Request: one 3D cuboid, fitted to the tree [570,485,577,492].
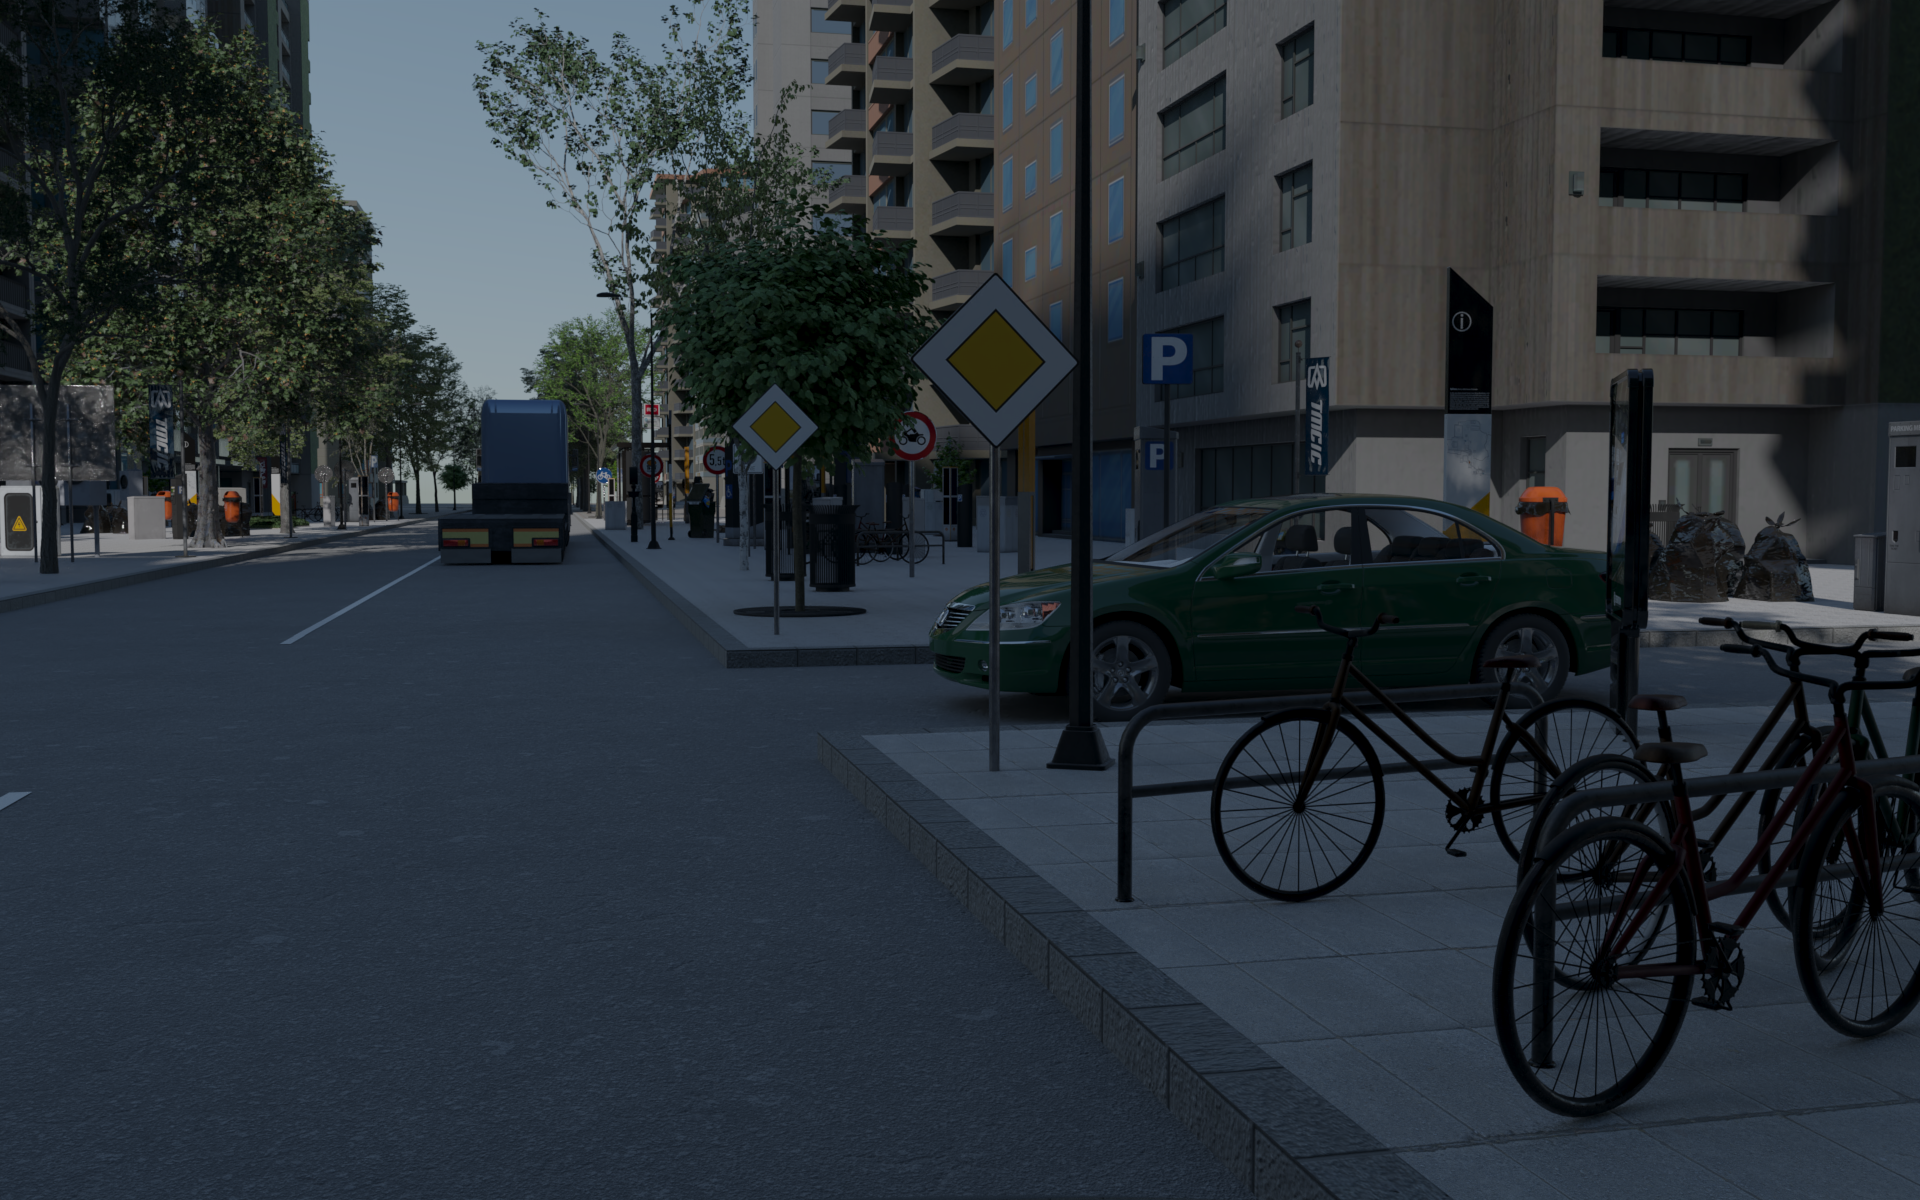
[{"bbox_3d":[-40.975,-14.525,187.848,4.360,8.622,3.978,0,3,0],"label":"tree"}]

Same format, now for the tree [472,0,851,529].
[{"bbox_3d":[-10.328,-12.594,61.800,12.611,20.169,13.585,0,3,0],"label":"tree"}]

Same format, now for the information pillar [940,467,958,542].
[{"bbox_3d":[-0.263,-2.584,46.739,0.304,2.012,0.304,3,5,44],"label":"information pillar"}]

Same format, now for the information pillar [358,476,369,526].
[{"bbox_3d":[-23.802,-3.953,69.122,0.304,2.012,0.304,-3,5,-44],"label":"information pillar"}]

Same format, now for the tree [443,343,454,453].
[{"bbox_3d":[-31.338,-10.728,93.523,7.486,12.596,7.792,0,3,0],"label":"tree"}]

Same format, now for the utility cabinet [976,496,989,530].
[{"bbox_3d":[1.082,-3.121,62.187,1.020,1.237,0.306,2,4,33],"label":"utility cabinet"}]

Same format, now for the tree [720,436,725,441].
[{"bbox_3d":[-8.668,-7.587,74.409,4.360,8.622,3.978,0,3,0],"label":"tree"}]

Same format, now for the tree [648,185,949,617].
[{"bbox_3d":[-1.663,-2.135,18.623,4.285,4.588,4.351,0,3,0],"label":"tree"}]

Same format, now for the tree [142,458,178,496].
[{"bbox_3d":[-35.480,-4.987,76.134,1.663,3.219,1.824,0,3,0],"label":"tree"}]

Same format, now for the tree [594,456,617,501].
[{"bbox_3d":[-17.157,-5.636,86.748,1.663,3.219,1.824,0,3,0],"label":"tree"}]

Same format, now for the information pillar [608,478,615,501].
[{"bbox_3d":[-16.117,-4.624,80.088,0.304,2.012,0.304,-1,4,-15],"label":"information pillar"}]

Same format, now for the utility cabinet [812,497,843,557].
[{"bbox_3d":[-2.746,-1.508,35.812,0.306,1.237,1.020,-2,4,-25],"label":"utility cabinet"}]

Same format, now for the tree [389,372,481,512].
[{"bbox_3d":[-37.630,-11.620,124.393,8.767,10.594,7.601,-1,4,-17],"label":"tree"}]

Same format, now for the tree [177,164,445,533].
[{"bbox_3d":[-21.795,-8.443,56.168,7.486,12.596,7.792,0,3,0],"label":"tree"}]

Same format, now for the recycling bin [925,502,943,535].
[{"bbox_3d":[-0.703,-2.569,54.556,0.722,1.027,0.722,1,4,10],"label":"recycling bin"}]

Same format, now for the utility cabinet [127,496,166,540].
[{"bbox_3d":[-23.090,-2.325,49.168,0.306,1.237,1.020,2,4,27],"label":"utility cabinet"}]

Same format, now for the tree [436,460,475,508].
[{"bbox_3d":[-46.060,-10.644,157.745,4.285,4.588,4.351,0,3,0],"label":"tree"}]

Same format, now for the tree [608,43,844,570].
[{"bbox_3d":[-3.639,-4.789,28.668,4.737,8.622,4.395,0,3,0],"label":"tree"}]

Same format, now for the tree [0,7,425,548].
[{"bbox_3d":[-18.077,-7.607,41.377,9.611,12.733,9.660,0,3,0],"label":"tree"}]

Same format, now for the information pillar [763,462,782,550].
[{"bbox_3d":[-4.292,-2.153,39.698,0.304,2.012,0.304,2,4,29],"label":"information pillar"}]

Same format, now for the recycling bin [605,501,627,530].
[{"bbox_3d":[-12.402,-3.050,62.427,0.722,1.027,0.722,0,4,-6],"label":"recycling bin"}]

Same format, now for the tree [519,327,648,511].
[{"bbox_3d":[-28.090,-13.628,129.479,9.857,13.997,8.962,0,3,0],"label":"tree"}]

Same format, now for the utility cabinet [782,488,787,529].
[{"bbox_3d":[-5.878,-3.274,62.209,1.173,1.500,0.318,0,4,-7],"label":"utility cabinet"}]

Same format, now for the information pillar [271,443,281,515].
[{"bbox_3d":[-28.258,-4.908,71.606,0.504,3.616,0.183,2,4,28],"label":"information pillar"}]

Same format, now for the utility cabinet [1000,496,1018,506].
[{"bbox_3d":[1.332,-2.234,47.681,0.306,1.237,1.020,2,4,26],"label":"utility cabinet"}]

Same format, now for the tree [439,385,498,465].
[{"bbox_3d":[-53.484,-17.287,193.018,12.009,13.543,11.850,0,3,0],"label":"tree"}]

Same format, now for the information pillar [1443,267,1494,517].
[{"bbox_3d":[5.254,-1.628,17.981,0.504,3.616,0.183,0,4,-4],"label":"information pillar"}]

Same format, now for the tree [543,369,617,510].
[{"bbox_3d":[-31.465,-13.692,141.990,7.486,12.596,7.792,0,3,0],"label":"tree"}]

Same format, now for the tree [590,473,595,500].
[{"bbox_3d":[-32.739,-9.779,154.488,1.663,3.219,1.824,0,3,0],"label":"tree"}]

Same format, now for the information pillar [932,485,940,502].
[{"bbox_3d":[-0.824,-3.466,61.166,0.304,2.012,0.304,-1,4,-12],"label":"information pillar"}]

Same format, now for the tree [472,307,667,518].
[{"bbox_3d":[-19.662,-10.335,94.740,9.928,11.665,9.643,0,3,0],"label":"tree"}]

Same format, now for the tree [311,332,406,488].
[{"bbox_3d":[-25.212,-7.496,72.921,4.360,8.622,3.978,0,3,0],"label":"tree"}]

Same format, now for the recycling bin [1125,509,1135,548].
[{"bbox_3d":[3.254,-1.061,29.906,0.722,1.027,0.722,0,4,-1],"label":"recycling bin"}]

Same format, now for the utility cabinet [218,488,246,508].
[{"bbox_3d":[-25.574,-3.176,60.603,0.318,1.500,1.173,2,4,33],"label":"utility cabinet"}]

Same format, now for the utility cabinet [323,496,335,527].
[{"bbox_3d":[-24.963,-3.508,68.514,0.306,1.237,1.020,-1,4,-11],"label":"utility cabinet"}]

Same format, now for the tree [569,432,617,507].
[{"bbox_3d":[-38.148,-15.668,173.175,9.611,12.733,9.660,0,3,0],"label":"tree"}]

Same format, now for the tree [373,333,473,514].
[{"bbox_3d":[-34.998,-11.331,111.022,9.928,11.665,9.643,0,3,0],"label":"tree"}]

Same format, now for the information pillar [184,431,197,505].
[{"bbox_3d":[-27.648,-4.324,62.056,0.504,3.616,0.183,-3,5,-45],"label":"information pillar"}]

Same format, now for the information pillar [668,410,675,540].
[{"bbox_3d":[-8.039,-3.472,48.128,0.183,3.616,0.504,0,4,-8],"label":"information pillar"}]

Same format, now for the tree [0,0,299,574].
[{"bbox_3d":[-14.640,-5.680,27.276,8.767,10.594,7.601,-1,4,-12],"label":"tree"}]

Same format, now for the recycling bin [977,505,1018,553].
[{"bbox_3d":[0.851,-1.567,38.182,0.722,1.027,0.722,2,4,32],"label":"recycling bin"}]

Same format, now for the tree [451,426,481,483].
[{"bbox_3d":[-49.083,-13.718,174.645,4.360,8.622,3.978,0,3,0],"label":"tree"}]

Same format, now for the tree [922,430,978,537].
[{"bbox_3d":[-0.432,-3.539,52.468,1.663,3.219,1.824,0,3,0],"label":"tree"}]
